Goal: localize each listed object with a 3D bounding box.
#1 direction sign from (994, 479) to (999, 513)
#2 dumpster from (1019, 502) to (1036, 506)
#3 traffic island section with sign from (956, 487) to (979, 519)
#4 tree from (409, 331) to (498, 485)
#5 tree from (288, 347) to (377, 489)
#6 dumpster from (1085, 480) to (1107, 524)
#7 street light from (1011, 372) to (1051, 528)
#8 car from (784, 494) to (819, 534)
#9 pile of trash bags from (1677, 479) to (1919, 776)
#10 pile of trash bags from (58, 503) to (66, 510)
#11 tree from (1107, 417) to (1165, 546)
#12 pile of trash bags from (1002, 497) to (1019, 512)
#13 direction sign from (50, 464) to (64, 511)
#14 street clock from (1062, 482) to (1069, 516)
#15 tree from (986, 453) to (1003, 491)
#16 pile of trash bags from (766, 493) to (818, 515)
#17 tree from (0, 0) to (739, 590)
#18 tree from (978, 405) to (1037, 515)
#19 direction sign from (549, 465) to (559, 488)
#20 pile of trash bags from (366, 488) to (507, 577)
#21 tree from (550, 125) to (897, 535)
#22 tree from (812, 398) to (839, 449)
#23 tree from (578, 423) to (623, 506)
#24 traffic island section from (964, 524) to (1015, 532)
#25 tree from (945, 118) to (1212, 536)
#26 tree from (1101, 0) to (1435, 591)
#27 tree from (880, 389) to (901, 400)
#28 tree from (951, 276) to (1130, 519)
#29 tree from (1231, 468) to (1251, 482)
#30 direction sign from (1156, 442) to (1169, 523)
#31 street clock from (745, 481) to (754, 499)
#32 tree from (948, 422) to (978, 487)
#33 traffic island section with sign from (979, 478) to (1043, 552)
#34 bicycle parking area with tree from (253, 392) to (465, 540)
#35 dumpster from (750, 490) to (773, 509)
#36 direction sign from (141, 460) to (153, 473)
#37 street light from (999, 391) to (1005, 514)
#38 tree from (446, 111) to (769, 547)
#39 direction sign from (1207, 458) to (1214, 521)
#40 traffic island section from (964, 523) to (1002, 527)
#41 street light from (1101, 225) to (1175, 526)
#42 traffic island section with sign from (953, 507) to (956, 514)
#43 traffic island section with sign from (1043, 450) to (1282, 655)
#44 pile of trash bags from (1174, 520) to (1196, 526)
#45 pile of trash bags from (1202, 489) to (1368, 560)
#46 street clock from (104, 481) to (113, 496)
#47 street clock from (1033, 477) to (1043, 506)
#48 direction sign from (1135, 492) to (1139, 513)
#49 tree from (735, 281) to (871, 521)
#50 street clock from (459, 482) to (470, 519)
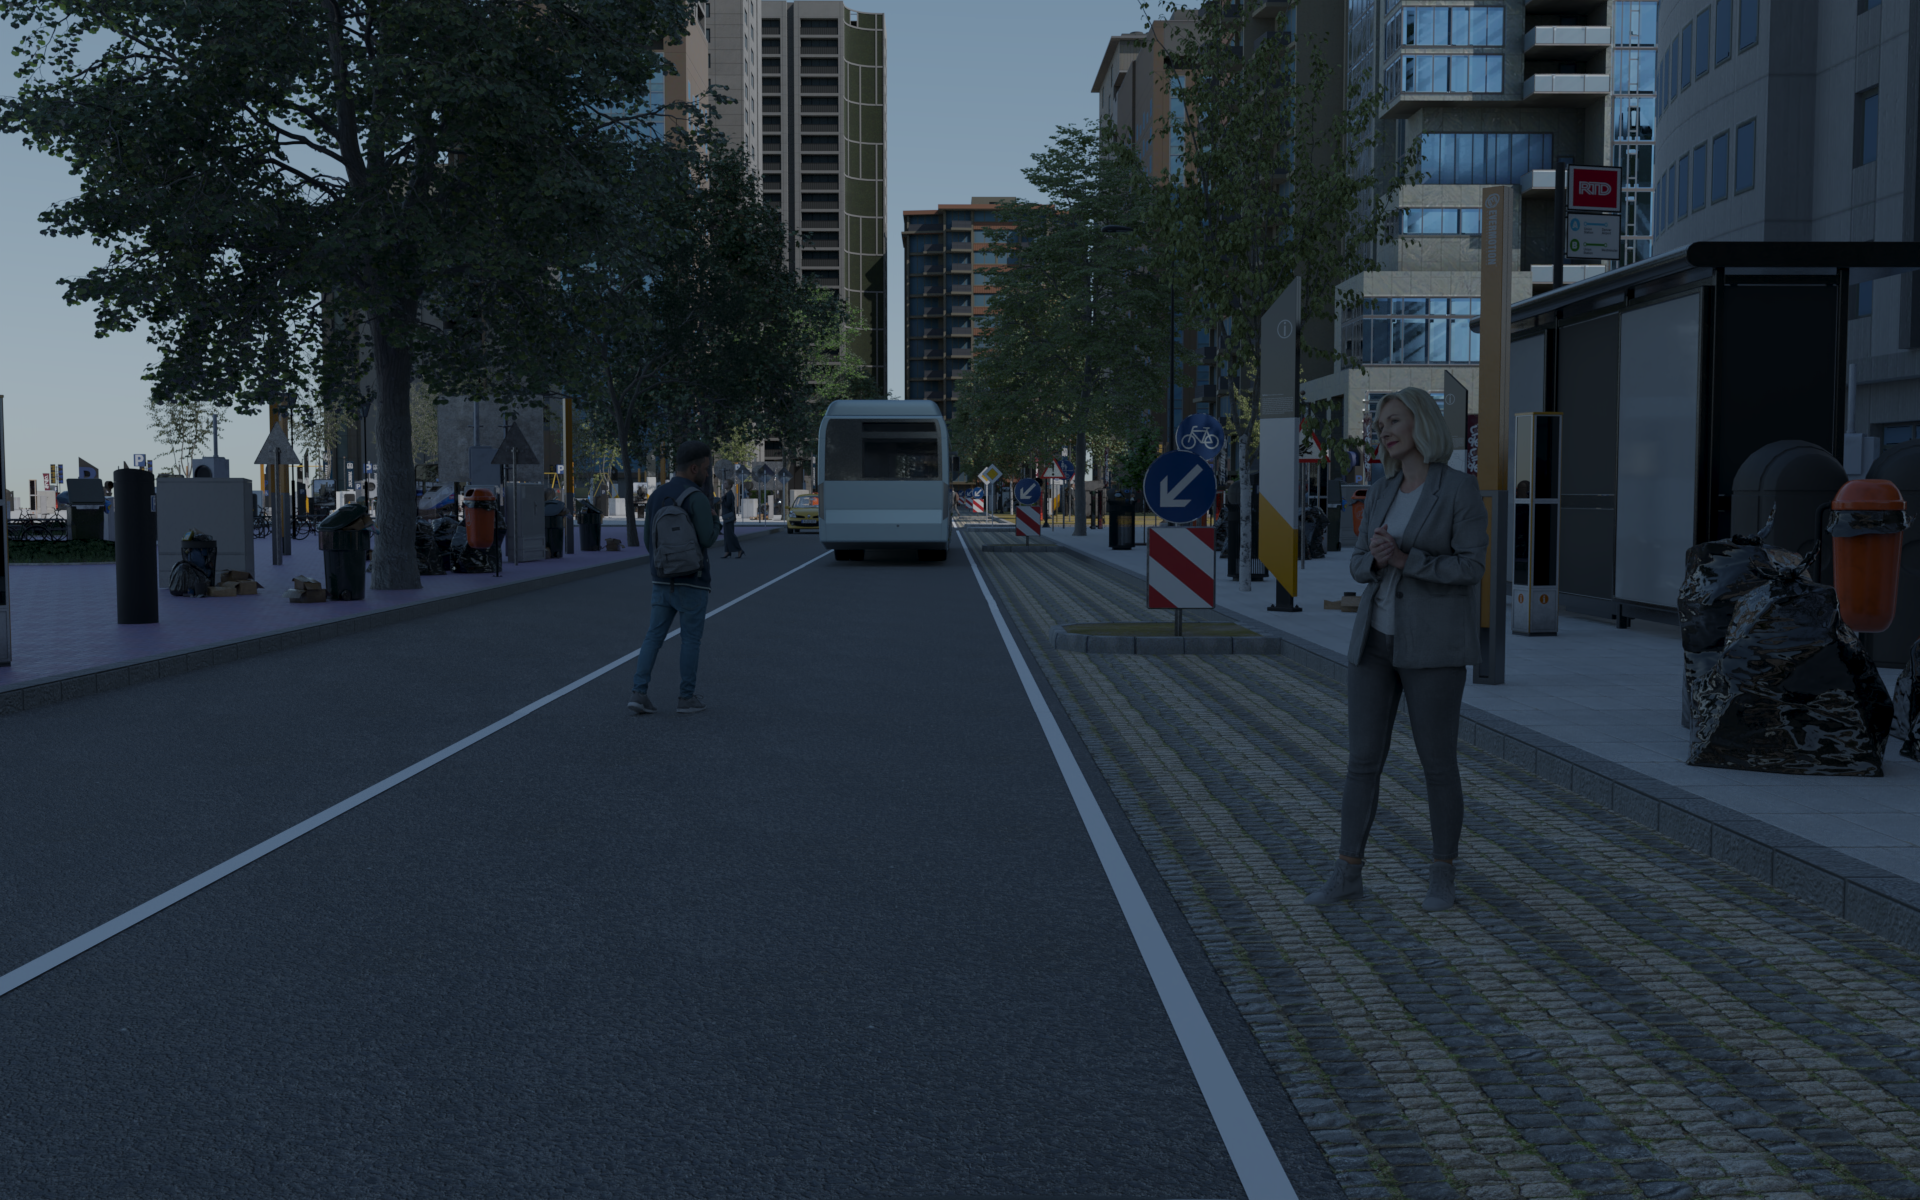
[{"bbox_3d":[2.399,-7.508,114.758,0.379,3.537,0.876,-1,4,-21],"label":"direction sign"},{"bbox_3d":[4.144,-6.182,103.571,1.502,2.255,1.985,0,4,-1],"label":"dumpster"},{"bbox_3d":[0.912,-5.523,98.934,1.989,1.847,2.006,0,4,-1],"label":"traffic island section with sign"},{"bbox_3d":[-22.173,-7.804,77.951,4.360,8.622,3.978,0,3,0],"label":"tree"},{"bbox_3d":[-31.149,-8.201,84.453,4.360,8.622,3.978,0,3,0],"label":"tree"},{"bbox_3d":[5.661,-4.196,74.355,1.264,1.857,1.865,0,4,-1],"label":"dumpster"},{"bbox_3d":[2.754,-5.720,66.059,1.470,5.913,1.316,0,4,-1],"label":"street light"},{"bbox_3d":[-5.394,-3.272,63.723,2.015,1.641,3.980,0,3,0],"label":"car"},{"bbox_3d":[4.877,0.030,9.263,1.912,1.369,3.447,2,4,25],"label":"pile of trash bags"},{"bbox_3d":[-69.898,-7.798,137.241,1.912,1.369,3.447,0,4,3],"label":"pile of trash bags"},{"bbox_3d":[4.616,-2.990,43.495,1.663,3.219,1.824,0,3,0],"label":"tree"},{"bbox_3d":[4.881,-7.121,126.187,3.447,1.369,1.912,-2,4,-25],"label":"pile of trash bags"},{"bbox_3d":[-68.334,-8.508,131.106,0.876,3.537,0.379,-1,4,-13],"label":"direction sign"},{"bbox_3d":[6.115,-5.833,99.933,0.358,2.002,0.471,-3,5,-42],"label":"street clock"},{"bbox_3d":[2.929,-11.633,140.557,4.737,8.622,4.395,0,3,0],"label":"tree"},{"bbox_3d":[-10.259,-5.895,106.135,3.447,1.369,1.912,-1,4,-23],"label":"pile of trash bags"},{"bbox_3d":[-7.764,-7.120,23.065,9.857,13.997,8.962,0,3,0],"label":"tree"},{"bbox_3d":[3.287,-9.583,107.041,4.360,8.622,3.978,0,3,0],"label":"tree"},{"bbox_3d":[-31.217,-8.639,133.251,0.379,3.537,0.876,2,4,35],"label":"direction sign"},{"bbox_3d":[-8.199,-1.106,27.843,1.912,1.369,3.447,-3,4,-36],"label":"pile of trash bags"},{"bbox_3d":[-8.044,-8.405,54.428,9.611,12.733,9.660,0,3,0],"label":"tree"},{"bbox_3d":[-9.233,-10.924,128.977,4.360,8.622,3.978,0,3,0],"label":"tree"},{"bbox_3d":[-21.789,-9.592,107.186,4.737,8.622,4.395,0,3,0],"label":"tree"},{"bbox_3d":[1.280,-2.684,66.169,2.009,0.180,2.903,0,4,-1],"label":"traffic island section"},{"bbox_3d":[4.120,-8.244,52.910,7.486,12.596,7.792,0,3,0],"label":"tree"},{"bbox_3d":[3.779,-4.406,22.398,4.737,8.622,4.395,0,3,0],"label":"tree"},{"bbox_3d":[-9.987,-18.489,208.950,9.857,13.997,8.962,0,3,0],"label":"tree"},{"bbox_3d":[4.147,-10.539,89.319,9.611,12.733,9.660,0,3,0],"label":"tree"},{"bbox_3d":[18.304,-7.151,111.519,1.663,3.219,1.824,0,3,0],"label":"tree"},{"bbox_3d":[8.895,-5.106,75.474,0.876,3.537,0.379,-2,4,-28],"label":"direction sign"},{"bbox_3d":[-12.064,-5.790,99.228,0.471,2.002,0.358,2,4,35],"label":"street clock"},{"bbox_3d":[1.941,-17.478,211.521,9.928,11.665,9.643,0,3,0],"label":"tree"},{"bbox_3d":[1.548,-2.118,43.253,1.989,1.847,2.006,0,4,-1],"label":"traffic island section with sign"},{"bbox_3d":[-18.532,-3.939,51.408,9.016,4.147,8.231,1,4,17],"label":"bicycle parking area with tree"},{"bbox_3d":[-12.725,-6.594,110.301,1.502,2.255,1.985,0,4,-1],"label":"dumpster"},{"bbox_3d":[-53.819,-7.498,114.595,0.379,3.537,0.876,3,4,39],"label":"direction sign"},{"bbox_3d":[2.607,-6.404,77.247,1.470,5.913,1.316,0,4,-1],"label":"street light"},{"bbox_3d":[-8.238,-6.599,42.300,7.601,10.594,8.767,3,5,40],"label":"tree"},{"bbox_3d":[11.676,-5.551,82.761,0.876,3.537,0.379,0,4,-1],"label":"direction sign"},{"bbox_3d":[1.188,-3.173,74.153,2.009,0.180,2.903,0,4,-1],"label":"traffic island section"},{"bbox_3d":[3.138,-3.519,30.083,1.470,5.913,1.316,0,4,-1],"label":"street light"},{"bbox_3d":[0.581,-7.192,126.213,1.989,1.847,2.006,0,4,-1],"label":"traffic island section with sign"},{"bbox_3d":[1.860,-0.469,16.300,1.989,1.847,2.006,0,4,-1],"label":"traffic island section with sign"},{"bbox_3d":[5.497,-1.781,38.872,1.912,1.369,3.447,1,4,12],"label":"pile of trash bags"},{"bbox_3d":[6.783,-1.497,34.224,3.447,1.369,1.912,3,5,43],"label":"pile of trash bags"},{"bbox_3d":[-46.225,-5.477,94.124,0.358,2.002,0.471,1,4,15],"label":"street clock"},{"bbox_3d":[3.347,-4.314,75.098,0.471,2.002,0.358,-1,4,-18],"label":"street clock"},{"bbox_3d":[12.041,-7.701,117.905,0.379,3.537,0.876,-2,4,-34],"label":"direction sign"},{"bbox_3d":[-8.307,-9.652,83.566,9.928,11.665,9.643,0,3,0],"label":"tree"},{"bbox_3d":[-25.315,-5.134,88.503,0.471,2.002,0.358,0,4,8],"label":"street clock"}]
